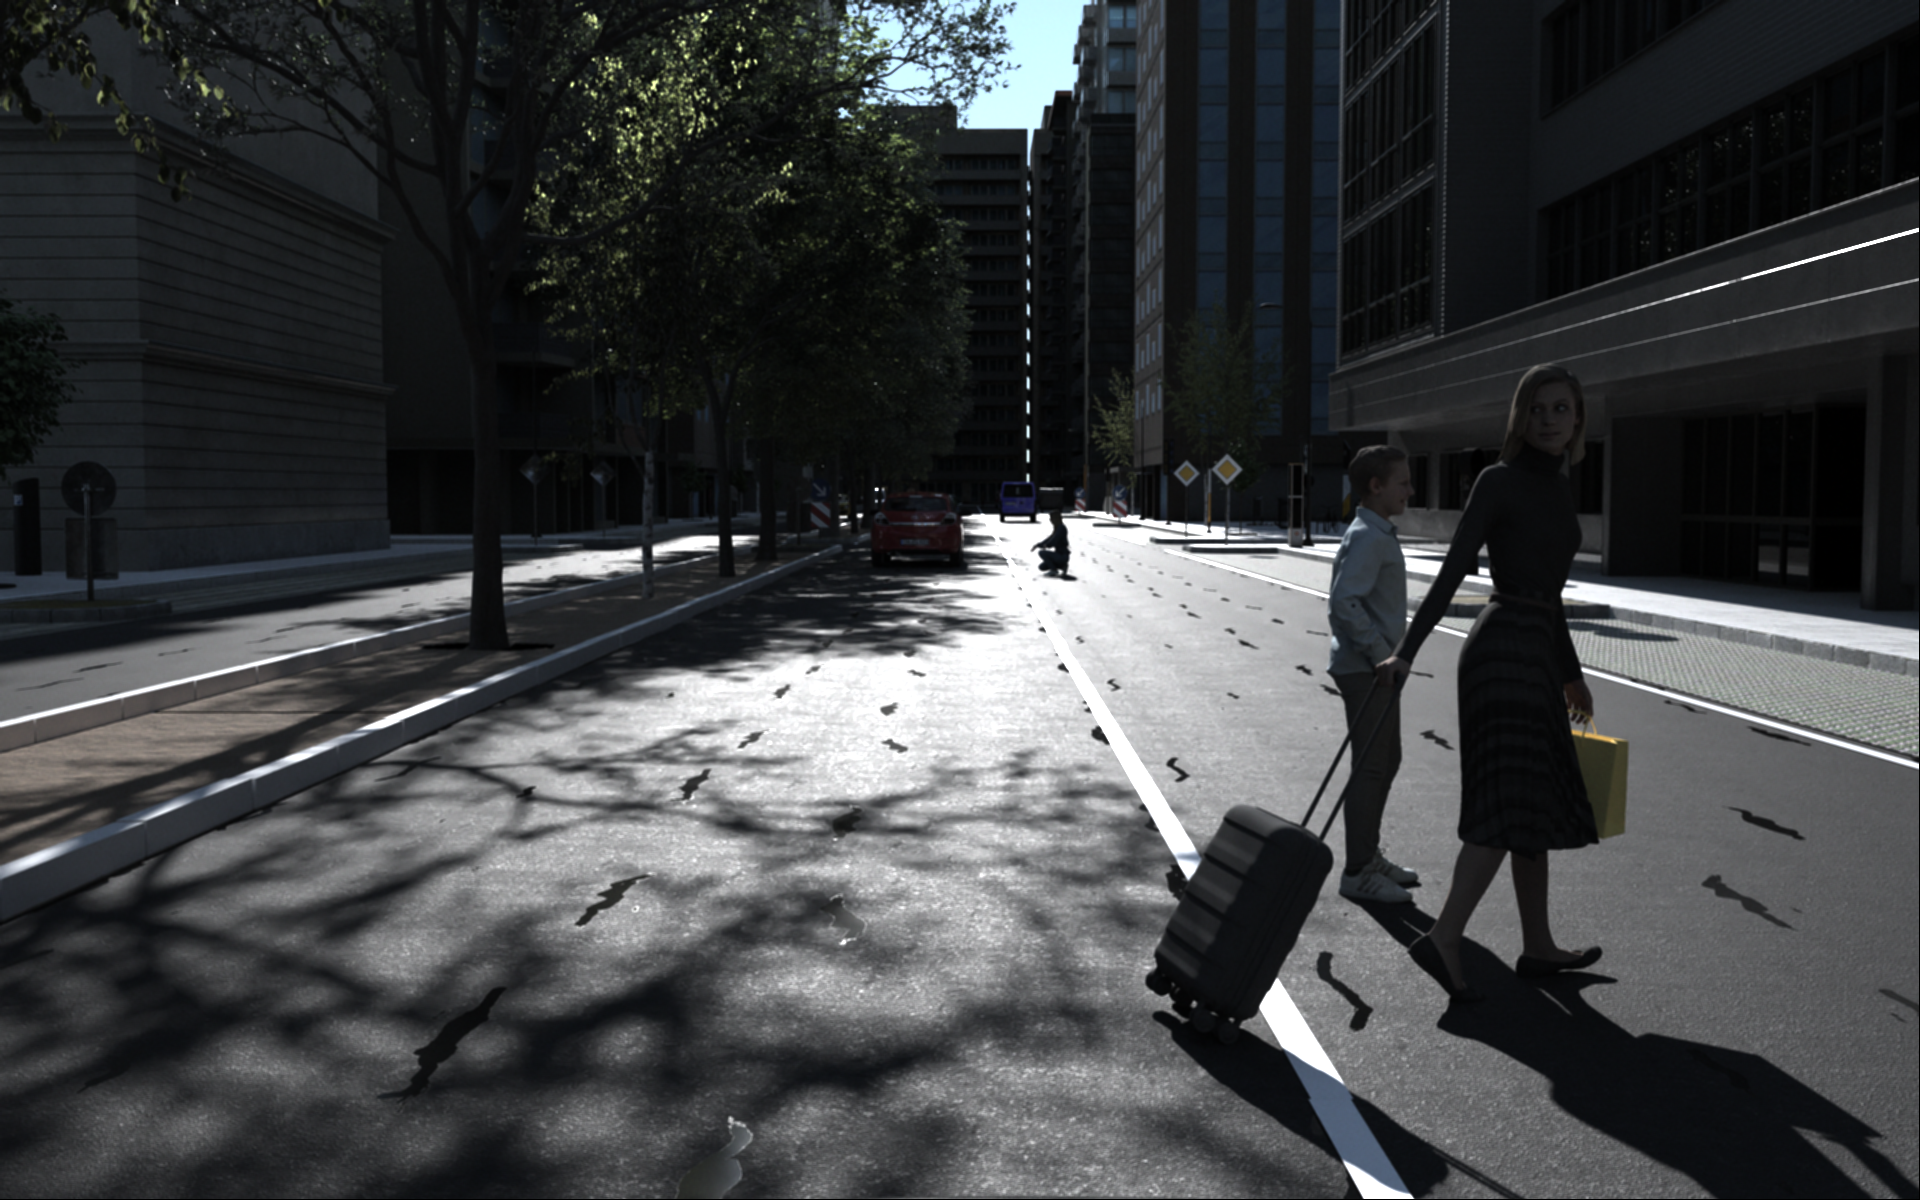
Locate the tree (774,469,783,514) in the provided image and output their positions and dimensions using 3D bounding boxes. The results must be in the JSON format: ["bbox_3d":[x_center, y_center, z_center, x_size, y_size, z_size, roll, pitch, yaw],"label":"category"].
[{"bbox_3d":[-12.188,-7.226,112.751,1.663,3.219,1.824,0,3,0],"label":"tree"}]

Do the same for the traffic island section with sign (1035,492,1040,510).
[{"bbox_3d":[7.430,-10.486,180.081,1.989,1.847,2.006,0,4,0],"label":"traffic island section with sign"}]

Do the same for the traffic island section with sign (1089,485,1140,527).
[{"bbox_3d":[6.813,-4.100,75.663,1.989,1.847,2.006,0,4,0],"label":"traffic island section with sign"}]

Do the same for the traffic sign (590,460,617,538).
[{"bbox_3d":[-10.464,-2.888,50.867,0.795,2.450,0.064,0,4,0],"label":"traffic sign"}]

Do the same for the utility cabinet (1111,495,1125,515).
[{"bbox_3d":[9.450,-5.800,103.509,0.318,1.500,1.173,-1,4,-23],"label":"utility cabinet"}]

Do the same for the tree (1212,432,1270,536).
[{"bbox_3d":[8.634,-3.634,54.016,1.663,3.219,1.824,0,3,0],"label":"tree"}]

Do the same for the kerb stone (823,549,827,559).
[{"bbox_3d":[-3.071,-0.967,38.069,0.120,0.150,1.000,0,4,0],"label":"kerb stone"}]

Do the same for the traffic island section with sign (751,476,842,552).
[{"bbox_3d":[-4.084,-2.141,43.140,2.006,1.907,1.989,0,4,0],"label":"traffic island section with sign"}]

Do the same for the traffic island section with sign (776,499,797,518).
[{"bbox_3d":[-9.853,-5.756,102.738,1.989,1.847,2.006,0,4,0],"label":"traffic island section with sign"}]

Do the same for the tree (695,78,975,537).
[{"bbox_3d":[-4.088,-8.867,54.089,9.857,13.997,8.962,0,3,0],"label":"tree"}]

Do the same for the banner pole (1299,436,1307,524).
[{"bbox_3d":[14.766,-5.154,74.284,0.863,3.779,0.401,-2,4,-34],"label":"banner pole"}]

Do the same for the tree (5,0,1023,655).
[{"bbox_3d":[-4.311,-6.274,15.406,12.009,13.543,11.850,0,3,0],"label":"tree"}]

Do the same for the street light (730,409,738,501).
[{"bbox_3d":[-11.730,-7.342,92.582,1.470,5.913,1.316,0,4,0],"label":"street light"}]

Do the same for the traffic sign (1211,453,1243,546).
[{"bbox_3d":[6.582,-2.393,42.762,0.795,2.450,0.064,0,4,0],"label":"traffic sign"}]

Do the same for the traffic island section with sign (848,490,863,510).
[{"bbox_3d":[-9.569,-8.856,153.429,1.989,1.847,2.006,0,4,0],"label":"traffic island section with sign"}]

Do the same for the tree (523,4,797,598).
[{"bbox_3d":[-4.306,-4.343,23.824,4.360,8.622,3.978,0,3,0],"label":"tree"}]

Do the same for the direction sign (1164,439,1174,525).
[{"bbox_3d":[8.597,-4.855,71.379,0.379,3.537,0.876,-1,4,-20],"label":"direction sign"}]

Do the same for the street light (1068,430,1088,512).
[{"bbox_3d":[8.552,-9.365,125.664,1.470,5.913,1.316,0,4,0],"label":"street light"}]

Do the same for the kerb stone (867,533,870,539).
[{"bbox_3d":[-2.973,-1.941,53.981,0.120,0.150,1.000,0,4,0],"label":"kerb stone"}]

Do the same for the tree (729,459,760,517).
[{"bbox_3d":[-12.210,-6.202,95.998,1.663,3.219,1.824,0,3,0],"label":"tree"}]

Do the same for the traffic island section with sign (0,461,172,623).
[{"bbox_3d":[-10.344,-0.698,20.048,1.989,1.847,2.006,0,4,0],"label":"traffic island section with sign"}]

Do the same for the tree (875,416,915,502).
[{"bbox_3d":[-3.936,-7.781,80.032,4.737,8.622,4.395,0,3,0],"label":"tree"}]

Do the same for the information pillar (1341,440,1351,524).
[{"bbox_3d":[16.731,-5.113,74.945,0.183,3.616,0.504,-1,4,-20],"label":"information pillar"}]

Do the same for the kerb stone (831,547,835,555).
[{"bbox_3d":[-3.060,-1.096,40.120,0.120,0.150,1.000,0,4,0],"label":"kerb stone"}]

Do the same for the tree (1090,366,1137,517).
[{"bbox_3d":[9.619,-9.070,98.663,4.360,8.622,3.978,0,3,0],"label":"tree"}]

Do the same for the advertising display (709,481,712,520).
[{"bbox_3d":[-12.520,-5.003,87.010,0.123,1.923,0.974,0,4,-6],"label":"advertising display"}]

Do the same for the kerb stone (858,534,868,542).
[{"bbox_3d":[-2.976,-1.881,52.953,0.120,0.150,1.000,0,4,0],"label":"kerb stone"}]

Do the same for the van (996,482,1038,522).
[{"bbox_3d":[3.004,-5.253,90.268,2.240,2.365,5.245,0,4,1],"label":"van"}]

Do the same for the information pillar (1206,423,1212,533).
[{"bbox_3d":[8.187,-4.003,56.802,0.183,3.616,0.504,0,4,7],"label":"information pillar"}]

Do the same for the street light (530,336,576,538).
[{"bbox_3d":[-11.939,-4.790,50.860,1.470,5.913,1.316,0,4,0],"label":"street light"}]

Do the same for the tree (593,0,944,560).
[{"bbox_3d":[-4.256,-7.145,37.402,7.486,12.596,7.792,0,3,0],"label":"tree"}]

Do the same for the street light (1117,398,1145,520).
[{"bbox_3d":[8.337,-6.834,84.273,1.470,5.913,1.316,0,4,0],"label":"street light"}]

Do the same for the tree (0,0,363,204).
[{"bbox_3d":[-4.291,-3.331,7.285,4.360,8.622,3.978,0,3,0],"label":"tree"}]

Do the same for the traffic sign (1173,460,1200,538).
[{"bbox_3d":[6.629,-2.881,50.747,0.795,2.450,0.064,0,4,0],"label":"traffic sign"}]

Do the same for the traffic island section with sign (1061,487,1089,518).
[{"bbox_3d":[6.958,-5.749,102.618,1.989,1.847,2.006,0,4,0],"label":"traffic island section with sign"}]

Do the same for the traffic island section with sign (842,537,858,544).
[{"bbox_3d":[-4.031,-2.594,50.547,2.006,1.907,1.989,0,4,0],"label":"traffic island section with sign"}]

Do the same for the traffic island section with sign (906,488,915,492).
[{"bbox_3d":[-3.598,-7.190,125.685,2.006,1.907,1.989,0,4,0],"label":"traffic island section with sign"}]

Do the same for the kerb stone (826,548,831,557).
[{"bbox_3d":[-3.066,-1.030,39.090,0.120,0.150,1.000,0,4,0],"label":"kerb stone"}]

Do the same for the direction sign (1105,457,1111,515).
[{"bbox_3d":[9.153,-7.046,107.196,0.379,3.537,0.876,1,4,18],"label":"direction sign"}]

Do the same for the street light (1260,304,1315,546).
[{"bbox_3d":[8.011,-4.273,42.401,1.470,5.913,1.316,0,4,0],"label":"street light"}]

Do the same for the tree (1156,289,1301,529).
[{"bbox_3d":[9.999,-6.884,62.922,4.737,8.622,4.395,0,3,0],"label":"tree"}]

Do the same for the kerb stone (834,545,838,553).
[{"bbox_3d":[-3.049,-1.154,41.142,0.120,0.150,1.000,0,4,0],"label":"kerb stone"}]

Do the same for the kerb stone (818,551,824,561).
[{"bbox_3d":[-3.073,-0.908,37.041,0.120,0.150,1.000,0,4,0],"label":"kerb stone"}]

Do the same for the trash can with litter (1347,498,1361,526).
[{"bbox_3d":[16.055,-3.583,69.967,0.624,1.170,1.055,-2,4,-29],"label":"trash can with litter"}]

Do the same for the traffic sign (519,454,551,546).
[{"bbox_3d":[-10.511,-2.400,42.882,0.795,2.450,0.064,0,4,0],"label":"traffic sign"}]

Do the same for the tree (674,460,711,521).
[{"bbox_3d":[-12.801,-5.410,83.058,1.663,3.219,1.824,0,3,0],"label":"tree"}]

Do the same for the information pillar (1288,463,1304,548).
[{"bbox_3d":[8.054,-2.266,41.548,0.304,2.012,0.304,0,4,-3],"label":"information pillar"}]

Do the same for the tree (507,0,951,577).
[{"bbox_3d":[-3.981,-5.686,29.832,8.767,10.594,7.601,0,4,0],"label":"tree"}]

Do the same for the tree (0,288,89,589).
[{"bbox_3d":[-13.579,-2.431,23.465,4.285,4.588,4.351,0,3,0],"label":"tree"}]

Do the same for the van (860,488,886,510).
[{"bbox_3d":[-5.854,-6.889,119.644,2.013,2.044,4.112,0,4,-1],"label":"van"}]

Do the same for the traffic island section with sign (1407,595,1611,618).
[{"bbox_3d":[6.488,-0.746,20.832,1.989,1.847,2.006,0,4,0],"label":"traffic island section with sign"}]

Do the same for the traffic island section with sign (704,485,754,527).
[{"bbox_3d":[-10.019,-4.092,75.530,1.989,1.847,2.006,0,4,0],"label":"traffic island section with sign"}]

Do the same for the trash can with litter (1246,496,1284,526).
[{"bbox_3d":[12.473,-3.632,70.448,2.233,1.210,1.678,-3,4,-38],"label":"trash can with litter"}]

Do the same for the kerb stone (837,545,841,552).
[{"bbox_3d":[-3.045,-1.213,42.168,0.120,0.150,1.000,0,4,0],"label":"kerb stone"}]
